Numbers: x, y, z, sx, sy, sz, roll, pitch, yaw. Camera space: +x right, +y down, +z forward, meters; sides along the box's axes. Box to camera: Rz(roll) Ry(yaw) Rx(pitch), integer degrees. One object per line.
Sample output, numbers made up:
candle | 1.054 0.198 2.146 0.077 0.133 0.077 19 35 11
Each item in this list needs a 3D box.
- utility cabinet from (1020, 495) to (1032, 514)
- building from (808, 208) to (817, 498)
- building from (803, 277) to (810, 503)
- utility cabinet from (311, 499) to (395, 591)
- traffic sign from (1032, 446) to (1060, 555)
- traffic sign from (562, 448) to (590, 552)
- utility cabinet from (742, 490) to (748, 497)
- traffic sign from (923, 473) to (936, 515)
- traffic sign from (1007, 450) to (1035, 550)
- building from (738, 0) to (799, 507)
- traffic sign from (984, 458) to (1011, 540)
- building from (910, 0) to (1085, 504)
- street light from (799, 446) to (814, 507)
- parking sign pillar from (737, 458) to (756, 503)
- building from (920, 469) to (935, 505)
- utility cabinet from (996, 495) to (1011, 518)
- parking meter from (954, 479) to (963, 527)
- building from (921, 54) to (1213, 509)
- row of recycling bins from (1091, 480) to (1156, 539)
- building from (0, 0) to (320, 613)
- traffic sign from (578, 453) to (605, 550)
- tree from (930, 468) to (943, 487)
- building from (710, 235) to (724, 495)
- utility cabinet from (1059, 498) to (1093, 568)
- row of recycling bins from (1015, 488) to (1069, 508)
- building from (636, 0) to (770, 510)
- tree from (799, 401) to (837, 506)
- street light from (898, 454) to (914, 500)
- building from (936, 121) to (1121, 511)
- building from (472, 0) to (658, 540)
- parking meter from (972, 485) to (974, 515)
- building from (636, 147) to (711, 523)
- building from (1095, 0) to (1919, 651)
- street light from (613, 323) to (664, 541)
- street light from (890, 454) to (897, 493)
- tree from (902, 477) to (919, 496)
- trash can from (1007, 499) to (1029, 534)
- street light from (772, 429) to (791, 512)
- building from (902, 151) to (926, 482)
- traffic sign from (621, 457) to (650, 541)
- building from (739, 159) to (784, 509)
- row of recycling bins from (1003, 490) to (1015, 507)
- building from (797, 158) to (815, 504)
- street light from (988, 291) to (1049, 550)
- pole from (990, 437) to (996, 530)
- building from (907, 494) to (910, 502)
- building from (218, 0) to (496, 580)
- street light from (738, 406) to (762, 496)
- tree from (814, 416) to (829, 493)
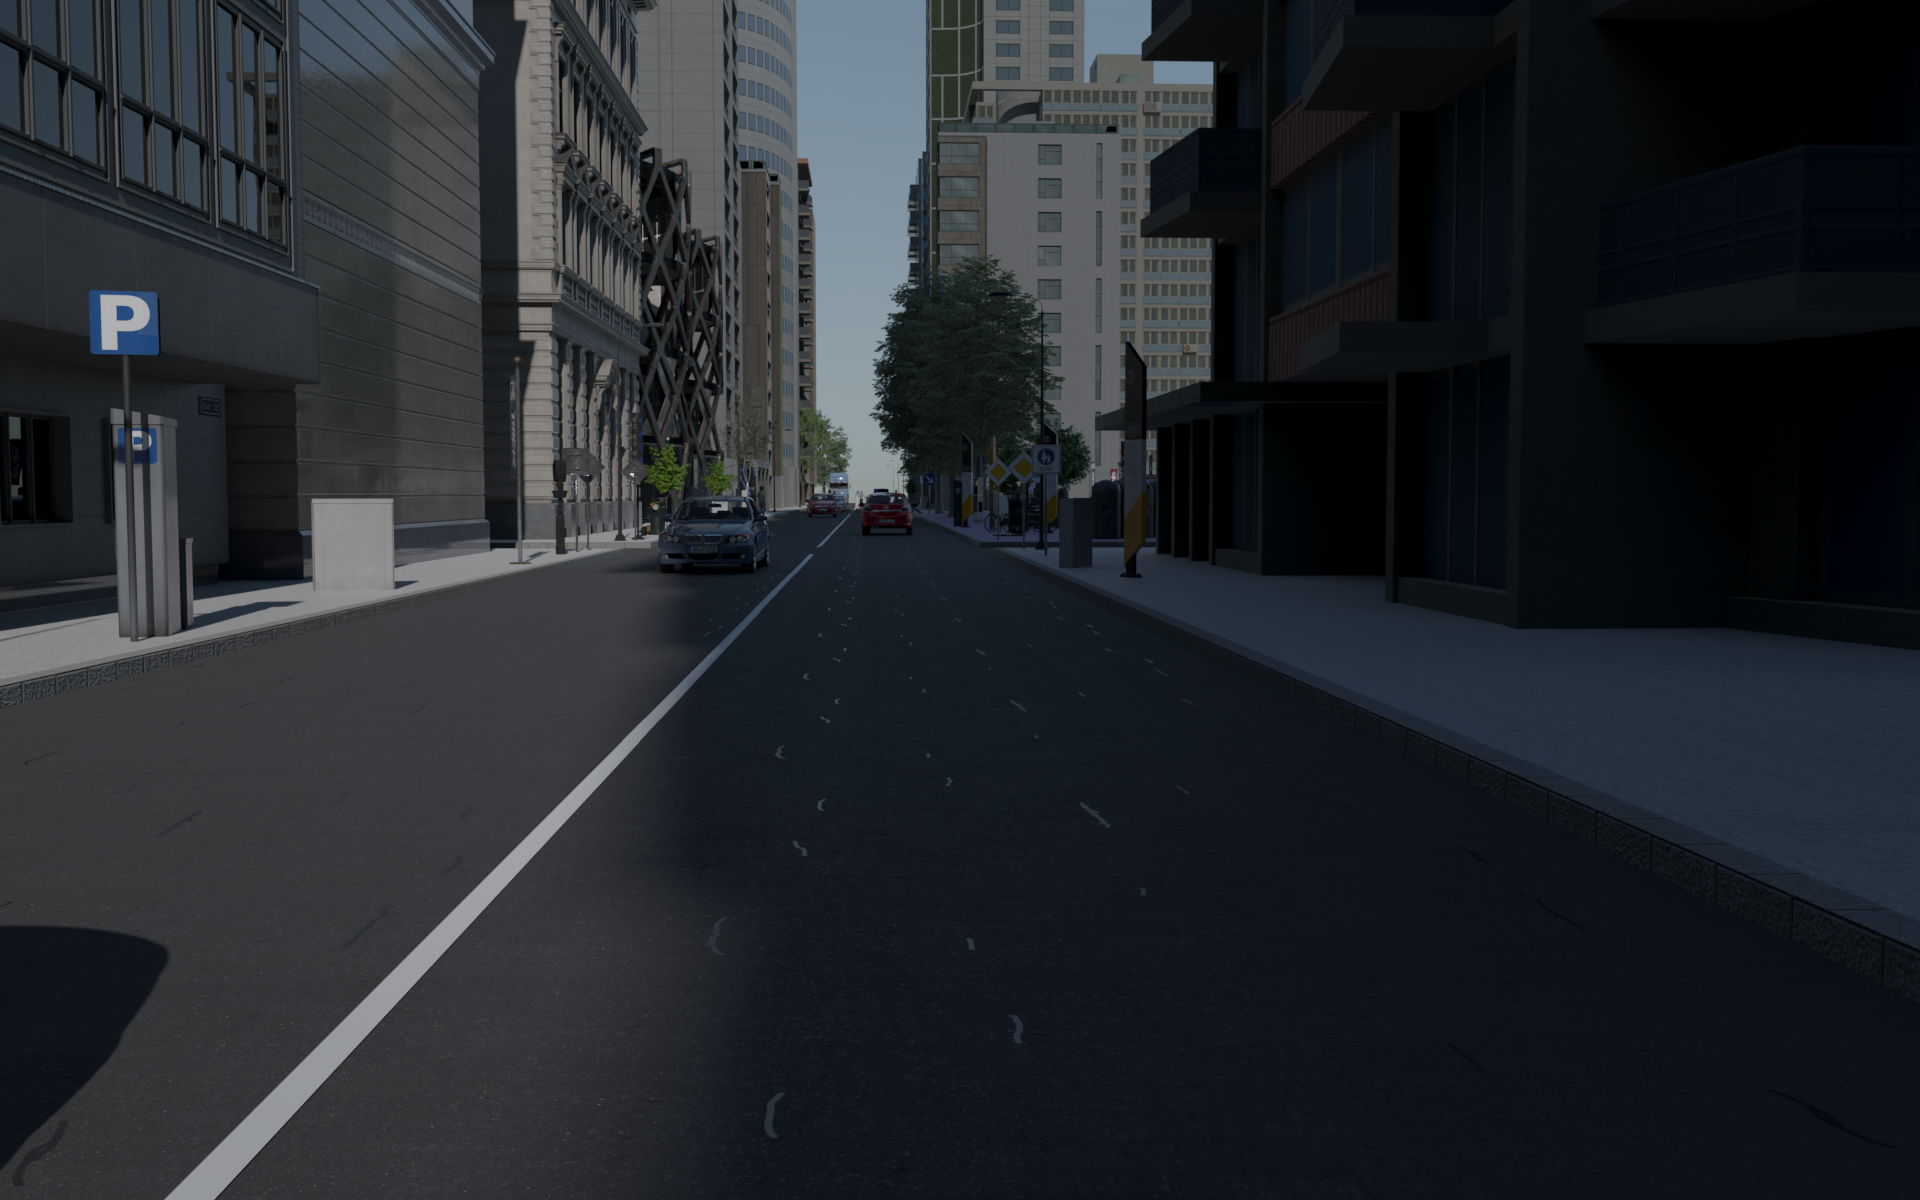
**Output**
utility cabinet | 3.145 -4.067 77.655 1.020 1.237 0.306 3 5 43
building | -28.995 -37.494 263.139 14.600 45.320 14.200 0 4 -3
building | -32.441 -37.998 244.971 21.300 48.544 21.600 0 4 -3
utility cabinet | -8.092 -0.730 23.092 1.020 1.237 0.306 -1 4 -23
traffic sign | 1.792 -2.076 36.079 0.606 2.300 0.079 0 4 4
traffic sign | -8.482 -2.212 38.304 0.606 2.300 0.079 0 4 -3
utility cabinet | -11.557 -5.156 92.986 0.318 1.500 1.173 0 4 -5
traffic sign | -1.858 -6.450 105.560 0.768 2.556 0.104 0 4 0
traffic sign | 1.468 -2.216 39.879 0.795 2.450 0.064 0 4 -3
building | -26.982 -38.376 169.446 21.231 58.520 28.212 0 4 -3
traffic sign | 1.052 -2.704 47.854 0.795 2.450 0.064 0 4 -3
building | 4.074 -47.626 216.942 20.563 71.187 20.611 0 4 -3
street light | -14.938 -11.910 167.274 1.470 5.913 1.316 0 4 -3
parking sign pillar | -14.639 -7.983 118.989 1.447 3.967 1.447 -3 5 -44
building | 10.010 -20.756 184.397 27.650 21.520 28.899 0 4 -3
utility cabinet | 2.226 -4.917 91.548 1.020 1.237 0.306 -3 4 -38
parking meter | -0.052 -3.831 68.354 0.399 1.863 0.255 0 4 1
building | 12.757 -28.473 157.412 32.217 40.220 23.993 0 4 -3
row of recycling bins | 4.978 -2.665 50.681 1.069 1.692 3.534 3 4 39
building | -15.339 -13.356 11.882 14.314 27.812 24.014 0 4 -3
traffic sign | -8.463 -2.186 39.383 0.795 2.450 0.064 0 4 -3
tree | -1.387 -10.787 126.727 4.737 8.622 4.395 0 3 0
building | -21.933 -14.076 97.587 16.820 18.784 16.811 0 4 -3
utility cabinet | 2.043 -1.187 30.577 0.306 1.237 1.020 1 4 23
row of recycling bins | 5.510 -6.425 112.158 3.534 1.692 1.069 2 4 35
building | -25.105 -42.349 130.658 20.563 71.187 20.611 0 4 -3
tree | -17.643 -16.319 192.578 9.928 11.665 9.643 0 3 0
street light | -4.714 -11.201 155.684 1.470 5.913 1.316 0 4 -3
building | 5.003 -22.417 138.211 14.160 30.474 14.107 0 4 -3
building | -16.627 -13.950 56.958 11.050 23.489 19.941 0 4 -3
parking meter | 0.942 -6.148 106.225 0.255 1.863 0.399 2 4 30
building | -20.267 -12.711 75.280 16.820 18.784 16.811 0 4 -3
building | 14.464 -22.584 23.878 22.147 44.769 28.867 0 4 -3
street light | -8.748 -4.565 47.182 1.470 5.913 1.316 0 4 -3
street light | -7.041 -13.849 198.969 1.470 5.913 1.316 0 4 -3
tree | -4.900 -10.817 171.463 1.663 3.219 1.824 0 3 0
trash can | 1.846 -2.659 55.132 0.748 1.137 0.748 0 3 0
street light | -12.716 -9.241 123.637 1.470 5.913 1.316 0 4 -3
building | 3.890 -38.136 243.129 23.786 49.044 30.456 0 4 -3
traffic sign | -8.880 -2.674 47.358 0.795 2.450 0.064 0 4 -3
building | -22.665 -23.099 149.377 14.160 30.474 14.107 0 4 -3
row of recycling bins | 3.995 -7.024 121.954 1.069 1.692 3.534 -2 4 -24
building | -29.862 -34.580 220.000 22.147 44.769 28.867 0 4 -3
street light | 1.345 -4.115 39.823 1.470 5.913 1.316 0 4 -3
pole | 1.168 -4.171 62.046 0.158 3.312 0.155 0 3 0
building | 7.900 -35.417 270.947 32.217 40.220 23.993 0 4 -3
building | -19.836 -14.986 30.922 20.117 28.700 13.634 0 4 -3
street light | -11.068 -7.244 90.985 1.470 5.913 1.316 0 4 -3
tree | -21.974 -22.815 279.677 9.857 13.997 8.962 0 3 0
